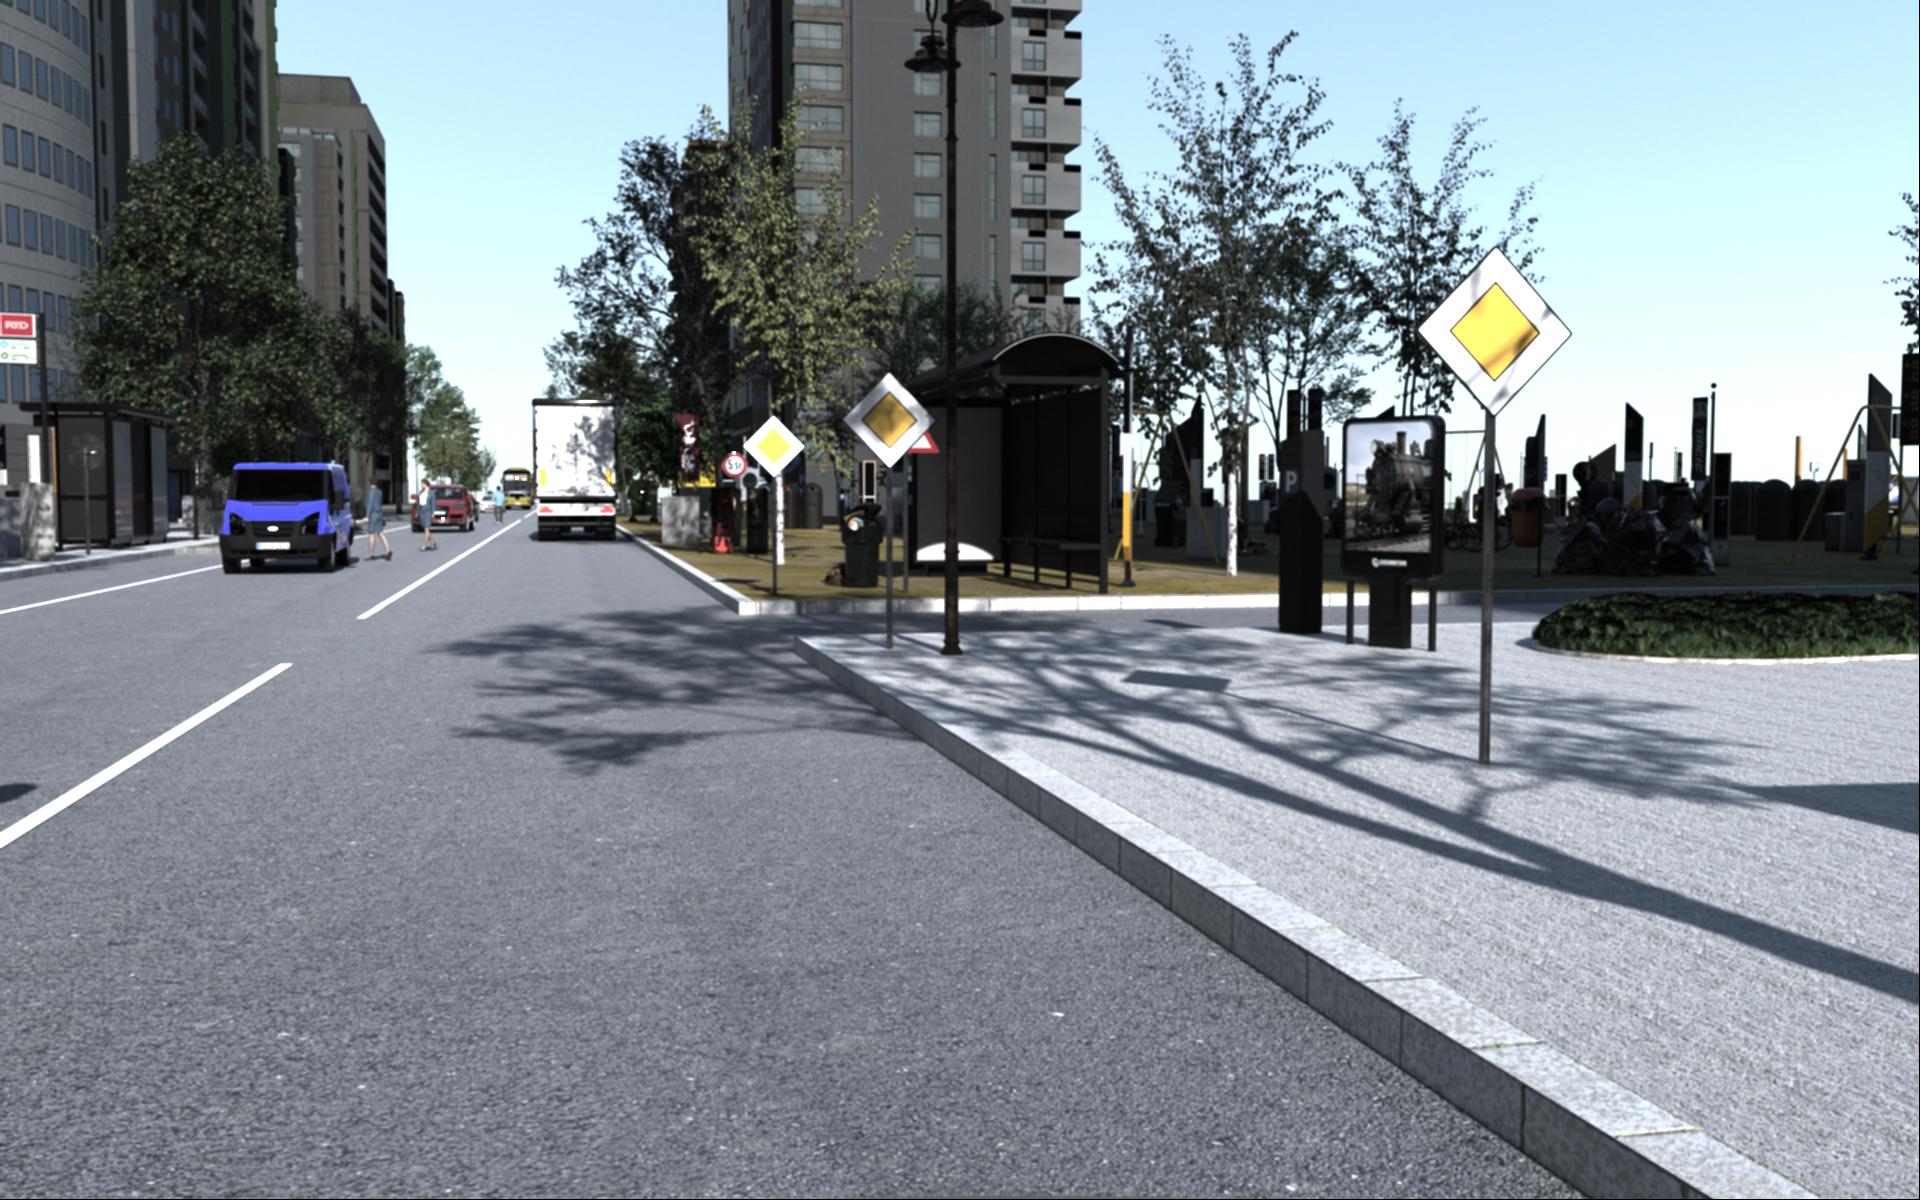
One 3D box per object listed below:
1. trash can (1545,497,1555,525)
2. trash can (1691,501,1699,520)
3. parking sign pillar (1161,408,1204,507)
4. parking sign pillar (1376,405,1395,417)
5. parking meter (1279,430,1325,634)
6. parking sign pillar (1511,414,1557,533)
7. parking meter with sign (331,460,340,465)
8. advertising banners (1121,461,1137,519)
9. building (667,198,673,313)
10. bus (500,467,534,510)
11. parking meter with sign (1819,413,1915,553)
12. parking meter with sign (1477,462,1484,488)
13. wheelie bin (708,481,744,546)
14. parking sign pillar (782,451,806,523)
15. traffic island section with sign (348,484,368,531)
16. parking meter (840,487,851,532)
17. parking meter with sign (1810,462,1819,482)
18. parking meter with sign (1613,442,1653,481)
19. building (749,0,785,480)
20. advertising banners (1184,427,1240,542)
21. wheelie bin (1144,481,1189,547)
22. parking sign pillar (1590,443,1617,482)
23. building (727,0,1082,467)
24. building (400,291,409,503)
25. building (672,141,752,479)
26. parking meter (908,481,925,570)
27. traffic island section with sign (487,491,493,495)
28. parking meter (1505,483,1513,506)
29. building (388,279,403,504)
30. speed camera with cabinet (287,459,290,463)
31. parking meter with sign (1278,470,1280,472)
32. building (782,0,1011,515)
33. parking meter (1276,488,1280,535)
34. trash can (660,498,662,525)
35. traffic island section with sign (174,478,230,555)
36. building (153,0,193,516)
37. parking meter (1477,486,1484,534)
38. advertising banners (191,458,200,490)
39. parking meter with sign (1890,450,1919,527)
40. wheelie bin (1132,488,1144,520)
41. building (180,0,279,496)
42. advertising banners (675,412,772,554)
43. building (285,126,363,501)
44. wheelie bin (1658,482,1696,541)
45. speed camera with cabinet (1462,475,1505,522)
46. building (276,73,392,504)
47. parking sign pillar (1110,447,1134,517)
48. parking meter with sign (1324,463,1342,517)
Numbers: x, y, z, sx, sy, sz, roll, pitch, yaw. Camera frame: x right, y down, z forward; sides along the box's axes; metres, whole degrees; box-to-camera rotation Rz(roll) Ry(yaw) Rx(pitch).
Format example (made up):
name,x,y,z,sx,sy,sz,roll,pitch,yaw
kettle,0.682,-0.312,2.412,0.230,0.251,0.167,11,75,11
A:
name,x,y,z,sx,sy,sz,roll,pitch,yaw
trash can,25.335,-3.859,74.742,0.748,1.137,0.748,0,3,0
trash can,35.990,-4.495,85.151,0.748,1.137,0.748,0,3,0
parking sign pillar,6.960,-4.023,54.251,1.447,3.967,1.447,-1,4,-20
parking sign pillar,12.438,-3.910,52.393,1.447,3.967,1.447,0,4,6
parking meter,3.157,-0.632,16.043,0.255,1.863,0.399,-2,4,-26
parking sign pillar,19.210,-4.244,57.854,1.447,3.967,1.447,2,4,27
parking meter with sign,-32.392,-5.643,88.523,1.738,3.016,0.543,3,5,40
advertising banners,8.863,-5.769,90.511,0.090,3.025,2.074,2,4,27
building,-29.197,-35.881,241.272,22.147,44.769,28.867,-1,4,-13
bus,-41.295,-10.388,161.397,2.896,3.916,12.252,-1,4,-15
parking meter with sign,19.986,-2.566,38.223,0.543,3.016,1.738,-2,4,-26
parking meter with sign,28.766,-5.938,93.355,0.543,3.016,1.738,-3,5,-43
wheelie bin,-5.782,-2.137,42.852,0.980,1.594,0.693,3,5,39
parking sign pillar,-7.530,-5.470,77.899,1.447,3.967,1.447,3,5,42
traffic island section with sign,-23.886,-3.655,68.390,1.989,1.847,2.006,-1,4,-13
parking meter,-3.901,-3.082,58.794,0.372,1.533,0.369,0,3,0
parking meter with sign,46.310,-5.893,92.615,0.543,3.016,1.738,-1,4,-19
parking meter with sign,22.327,-3.792,58.266,1.738,3.016,0.543,1,4,18
building,-7.870,-29.259,128.496,14.600,45.320,14.200,-1,4,-13
advertising banners,6.473,-3.042,45.920,2.074,3.025,0.090,2,4,34
wheelie bin,5.152,-2.103,42.298,0.693,1.594,0.980,-3,5,-41
parking sign pillar,34.083,-6.322,91.831,1.447,3.967,1.447,2,4,30
building,-5.394,-34.325,150.456,28.713,52.752,27.495,-1,4,-13
building,-83.269,-28.382,235.744,14.160,30.474,14.107,-1,4,-13
building,-22.761,-34.163,213.183,22.147,44.769,28.867,-1,4,-13
parking meter,-0.783,-1.295,29.579,0.372,1.533,0.369,0,3,0
traffic island section with sign,-53.568,-11.569,197.788,1.989,1.847,2.006,-1,4,-13
parking meter,28.525,-5.154,89.978,0.255,1.863,0.399,3,5,43
building,-80.106,-27.543,222.021,14.160,30.474,14.107,-1,4,-13
speed camera with cabinet,-26.483,-4.486,67.678,0.660,3.252,2.038,-2,4,-26
parking meter with sign,17.785,-5.921,93.075,0.543,3.016,1.738,3,5,44
building,-4.932,-26.374,114.811,14.154,41.232,14.086,-1,4,-13
parking meter,10.001,-2.772,53.734,0.372,1.533,0.369,0,3,0
trash can,-11.594,-3.504,68.951,0.748,1.137,0.748,0,3,0
traffic island section with sign,-17.862,-2.048,42.114,1.989,1.847,2.006,-1,4,-13
building,-51.393,-27.198,94.794,14.600,45.320,14.200,-1,4,-13
parking meter,18.140,-3.161,60.092,0.372,1.533,0.369,0,3,0
advertising banners,-36.464,-5.365,83.901,0.090,3.025,2.074,1,4,18
parking meter with sign,39.675,-4.647,72.239,1.738,3.016,0.543,3,5,44
wheelie bin,8.811,-4.674,84.332,0.980,1.594,0.693,0,4,-6
building,-56.673,-26.877,123.026,14.154,41.232,14.086,-1,4,-13
advertising banners,-5.059,-2.500,37.062,2.074,3.025,0.090,0,4,4
building,-72.938,-30.776,186.779,14.154,41.232,14.086,-1,4,-13
wheelie bin,19.296,-2.363,46.543,0.980,1.594,0.693,0,4,-4
speed camera with cabinet,24.010,-5.202,79.384,2.038,3.252,0.660,-2,4,-25
building,-79.294,-35.454,203.373,21.300,48.544,21.600,-1,4,-13
parking sign pillar,9.302,-6.784,99.383,1.447,3.967,1.447,0,4,3
parking meter with sign,20.710,-6.143,96.694,0.543,3.016,1.738,-1,4,-19
